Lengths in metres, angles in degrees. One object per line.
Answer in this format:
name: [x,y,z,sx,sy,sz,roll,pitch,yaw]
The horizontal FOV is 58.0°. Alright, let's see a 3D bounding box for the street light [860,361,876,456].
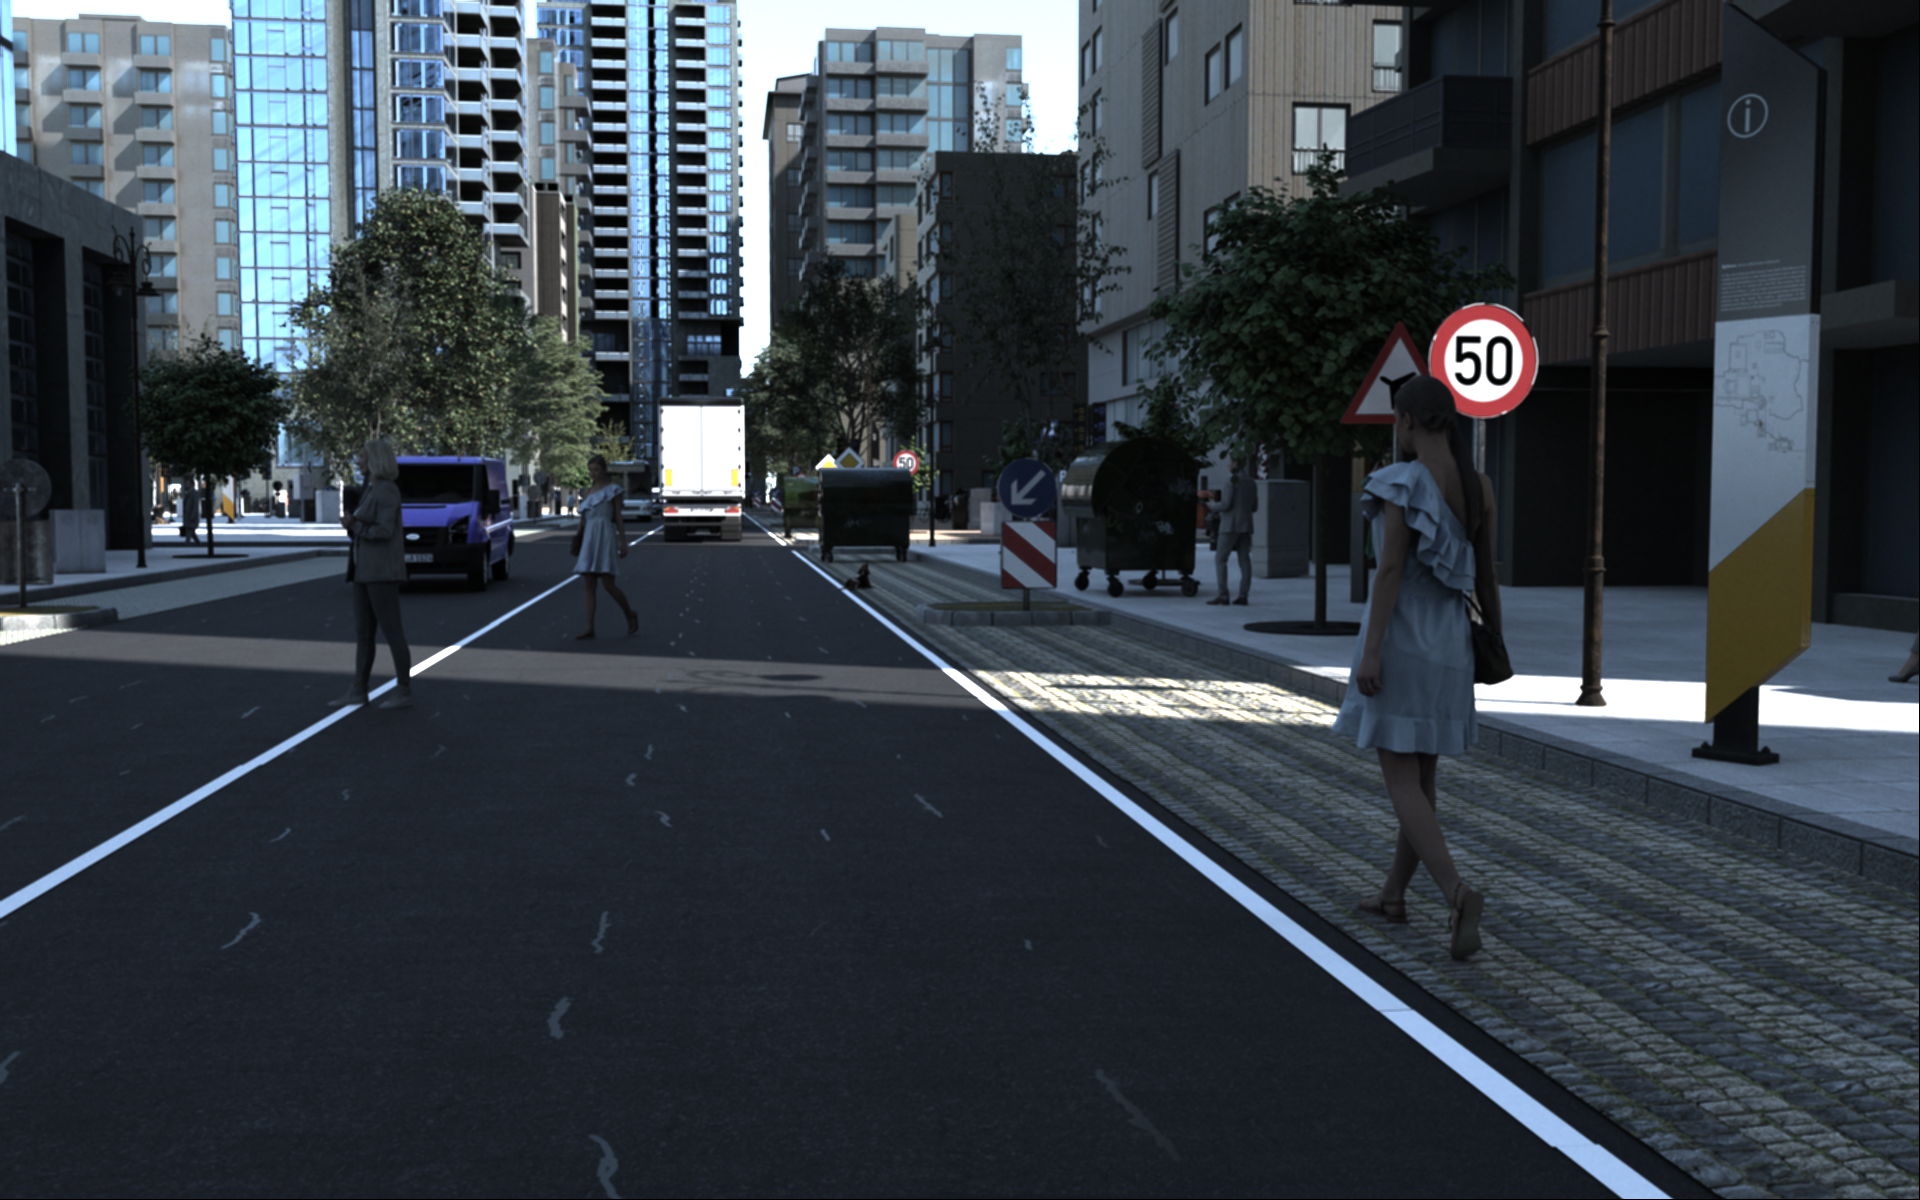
street light: [-3.183,-5.350,60.262,0.468,5.910,1.993,0,4,-8]

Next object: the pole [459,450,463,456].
pole: [-20.496,-4.733,71.232,0.158,3.312,0.155,0,3,0]

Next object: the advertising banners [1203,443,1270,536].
advertising banners: [8.387,-3.431,52.279,2.074,3.025,0.090,1,4,17]

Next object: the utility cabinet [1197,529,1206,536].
utility cabinet: [7.601,-2.586,53.446,0.306,1.237,1.020,-1,4,-11]

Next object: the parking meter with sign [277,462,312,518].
parking meter with sign: [-35.704,-5.914,92.948,1.738,3.016,0.543,-1,4,-11]

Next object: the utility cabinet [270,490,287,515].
utility cabinet: [-42.118,-6.012,106.967,0.318,1.500,1.173,1,4,18]

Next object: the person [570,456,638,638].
person: [-3.605,-0.536,17.358,0.616,1.811,0.778,2,4,34]

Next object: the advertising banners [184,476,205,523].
advertising banners: [-33.831,-4.920,76.637,2.074,3.025,0.090,3,5,41]

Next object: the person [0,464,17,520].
person: [-15.950,-1.386,28.877,0.590,1.801,0.661,1,4,15]

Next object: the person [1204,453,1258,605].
person: [3.141,-0.848,20.108,0.583,1.804,0.606,3,5,43]

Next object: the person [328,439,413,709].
person: [-3.939,-0.177,11.570,0.526,1.800,0.537,-2,4,-27]

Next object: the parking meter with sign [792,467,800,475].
parking meter with sign: [-10.054,-6.889,108.900,0.543,3.016,1.738,-1,4,-23]

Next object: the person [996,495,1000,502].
person: [1.413,-3.169,62.527,0.362,1.253,0.373,3,4,38]

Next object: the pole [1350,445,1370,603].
pole: [4.720,-1.622,20.363,0.158,3.312,0.155,0,3,0]

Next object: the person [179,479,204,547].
person: [-19.202,-2.114,43.169,0.767,1.812,0.694,-3,5,-44]

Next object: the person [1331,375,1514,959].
person: [1.532,0.185,5.570,0.616,1.811,0.778,-1,4,-15]

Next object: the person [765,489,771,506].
person: [-20.335,-10.990,185.869,1.348,1.807,0.705,-2,4,-31]

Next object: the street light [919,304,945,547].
street light: [-0.682,-4.244,42.184,0.468,5.910,1.993,0,4,-8]

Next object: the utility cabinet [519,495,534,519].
utility cabinet: [-22.369,-4.778,89.283,0.306,1.237,1.020,-3,5,-43]

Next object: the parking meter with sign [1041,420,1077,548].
parking meter with sign: [2.724,-2.773,41.598,0.543,3.016,1.738,3,5,44]

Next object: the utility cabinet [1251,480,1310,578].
utility cabinet: [4.955,-1.100,26.672,0.318,1.500,1.173,3,5,43]

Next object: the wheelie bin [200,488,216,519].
wheelie bin: [-39.536,-5.079,90.947,0.980,1.594,0.693,-1,4,-12]

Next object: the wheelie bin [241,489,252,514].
wheelie bin: [-46.807,-6.455,113.449,0.693,1.594,0.980,0,4,1]

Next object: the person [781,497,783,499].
person: [-15.002,-8.539,148.918,1.065,1.426,0.557,-2,4,-30]

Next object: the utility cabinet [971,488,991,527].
utility cabinet: [0.786,-3.489,65.730,0.318,1.500,1.173,-2,4,-26]

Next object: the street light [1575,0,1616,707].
street light: [3.837,-2.297,10.352,0.468,5.910,1.993,0,4,-8]

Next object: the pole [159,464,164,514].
pole: [-50.607,-7.091,109.784,0.158,3.312,0.155,0,3,0]

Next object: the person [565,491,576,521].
person: [-20.778,-5.023,92.434,0.330,1.601,0.589,3,5,40]

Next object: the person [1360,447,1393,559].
person: [4.757,-0.787,19.159,0.600,1.795,0.529,2,4,24]

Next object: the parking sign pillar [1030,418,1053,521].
parking sign pillar: [2.763,-4.439,61.056,1.447,3.967,1.447,-2,4,-27]

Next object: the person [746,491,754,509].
person: [-20.440,-9.743,168.514,0.721,1.735,1.217,-3,5,-44]

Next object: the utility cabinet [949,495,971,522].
utility cabinet: [0.027,-4.229,80.312,1.020,1.237,0.306,0,4,5]

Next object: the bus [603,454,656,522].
bus: [-17.735,-5.974,92.532,2.948,3.499,13.247,-1,4,-10]

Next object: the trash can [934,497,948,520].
trash can: [-0.962,-4.590,86.702,0.748,1.137,0.748,0,3,0]

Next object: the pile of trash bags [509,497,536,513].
pile of trash bags: [-31.046,-6.748,120.074,3.447,1.369,1.912,0,4,-2]

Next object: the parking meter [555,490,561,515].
parking meter: [-24.817,-6.024,106.900,0.372,1.533,0.369,0,3,0]

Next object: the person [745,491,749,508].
person: [-21.637,-10.220,176.323,0.721,1.736,1.217,0,4,-2]

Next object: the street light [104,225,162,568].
street light: [-14.308,-3.506,30.104,0.468,5.910,1.993,0,4,-8]

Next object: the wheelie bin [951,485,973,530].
wheelie bin: [0.019,-3.344,62.580,0.693,1.594,0.980,0,4,1]

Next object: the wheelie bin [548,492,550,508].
wheelie bin: [-28.128,-6.853,119.953,0.693,1.594,0.980,1,4,20]

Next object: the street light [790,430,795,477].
street light: [-11.975,-9.246,123.961,0.468,5.910,1.993,0,4,-8]

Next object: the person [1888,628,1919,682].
person: [6.694,-0.332,11.749,0.520,1.790,0.573,-3,5,-43]

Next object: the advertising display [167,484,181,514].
advertising display: [-49.834,-6.401,109.866,0.123,1.923,0.974,2,4,26]

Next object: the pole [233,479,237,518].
pole: [-38.639,-6.019,92.250,0.158,3.312,0.155,0,3,0]

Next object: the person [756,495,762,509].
person: [-18.758,-9.322,161.575,0.551,1.740,0.621,-1,4,-20]

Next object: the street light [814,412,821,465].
street light: [-7.546,-7.298,92.116,0.468,5.910,1.993,0,4,-8]
